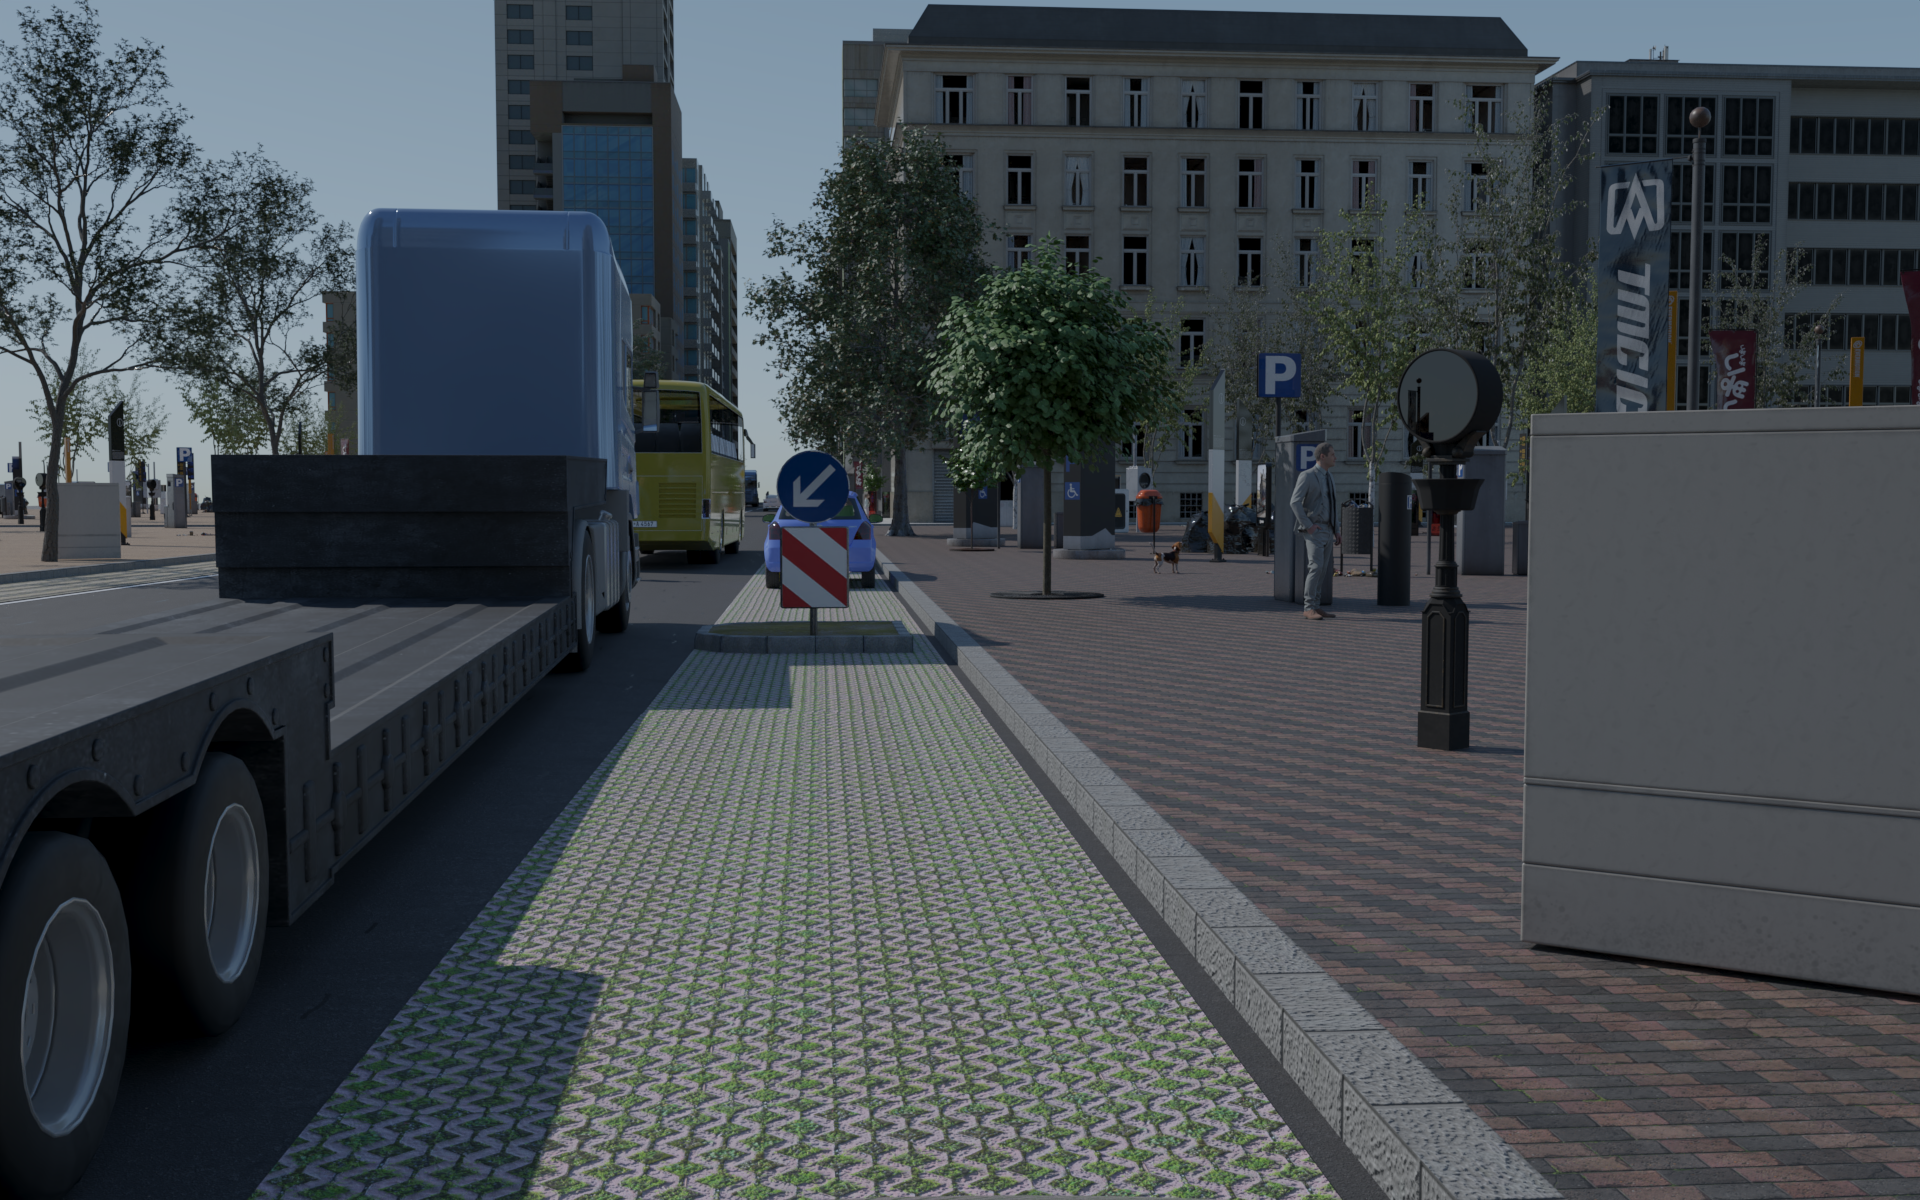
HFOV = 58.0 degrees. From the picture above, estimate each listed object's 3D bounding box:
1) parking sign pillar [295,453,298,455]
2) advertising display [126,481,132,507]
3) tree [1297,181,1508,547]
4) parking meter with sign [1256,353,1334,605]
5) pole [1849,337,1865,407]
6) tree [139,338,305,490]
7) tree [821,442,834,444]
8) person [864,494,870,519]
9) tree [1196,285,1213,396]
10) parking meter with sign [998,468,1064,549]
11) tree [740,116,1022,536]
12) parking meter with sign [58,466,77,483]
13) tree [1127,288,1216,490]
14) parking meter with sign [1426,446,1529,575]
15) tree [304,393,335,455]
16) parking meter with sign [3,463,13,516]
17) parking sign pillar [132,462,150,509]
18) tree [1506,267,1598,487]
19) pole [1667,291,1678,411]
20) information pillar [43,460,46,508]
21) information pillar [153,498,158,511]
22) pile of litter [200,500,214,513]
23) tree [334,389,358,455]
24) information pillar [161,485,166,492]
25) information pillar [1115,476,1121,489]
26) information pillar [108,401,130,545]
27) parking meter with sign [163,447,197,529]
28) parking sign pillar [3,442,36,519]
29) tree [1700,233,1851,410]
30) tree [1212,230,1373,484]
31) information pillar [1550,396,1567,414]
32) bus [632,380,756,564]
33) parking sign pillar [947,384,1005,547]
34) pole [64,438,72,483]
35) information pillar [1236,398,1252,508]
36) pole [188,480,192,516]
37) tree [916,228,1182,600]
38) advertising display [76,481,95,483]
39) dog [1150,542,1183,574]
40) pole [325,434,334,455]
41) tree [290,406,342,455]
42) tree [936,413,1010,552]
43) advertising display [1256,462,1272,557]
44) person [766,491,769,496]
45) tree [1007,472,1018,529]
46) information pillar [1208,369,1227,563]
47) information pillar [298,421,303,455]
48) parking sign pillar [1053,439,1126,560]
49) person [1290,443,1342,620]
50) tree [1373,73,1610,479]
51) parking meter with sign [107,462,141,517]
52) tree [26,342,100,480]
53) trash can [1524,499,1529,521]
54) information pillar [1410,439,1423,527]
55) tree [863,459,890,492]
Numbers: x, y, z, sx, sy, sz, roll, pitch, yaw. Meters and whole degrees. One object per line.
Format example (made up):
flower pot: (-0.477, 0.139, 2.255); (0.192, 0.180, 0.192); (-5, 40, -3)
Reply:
parking sign pillar: (-44.034, -7.663, 113.769); (1.447, 3.967, 1.447); (0, 4, 4)
advertising display: (-41.517, -4.927, 85.767); (0.123, 1.923, 0.974); (2, 4, 33)
tree: (10.215, -5.594, 41.817); (4.737, 8.622, 4.395); (0, 3, 0)
parking meter with sign: (4.044, -1.494, 20.692); (0.543, 3.016, 1.738); (0, 4, -7)
pole: (11.690, -1.762, 22.649); (0.158, 3.312, 0.155); (0, 3, 0)
tree: (-32.957, -7.773, 77.450); (4.737, 8.622, 4.395); (0, 3, 0)
tree: (-16.334, -18.914, 234.990); (9.928, 11.665, 9.643); (0, 3, 0)
person: (-4.367, -4.377, 81.884); (0.394, 1.301, 0.425); (-2, 4, -26)
tree: (9.508, -6.498, 56.608); (4.360, 8.622, 3.978); (0, 3, 0)
parking meter with sign: (1.728, -2.715, 40.649); (1.738, 3.016, 0.543); (-1, 4, -9)
tree: (-1.885, -8.330, 53.208); (9.611, 12.733, 9.660); (0, 3, 0)
parking meter with sign: (-52.747, -6.539, 103.168); (1.738, 3.016, 0.543); (-3, 4, -36)
tree: (7.178, -6.895, 63.097); (4.737, 8.622, 4.395); (0, 3, 0)
parking meter with sign: (8.277, -1.906, 27.421); (1.738, 3.016, 0.543); (0, 4, 3)
tree: (-46.852, -10.524, 122.425); (4.737, 8.622, 4.395); (0, 3, 0)
parking meter with sign: (-52.580, -6.089, 95.815); (0.543, 3.016, 1.738); (-1, 4, -14)
parking sign pillar: (-68.656, -9.571, 144.951); (1.447, 3.967, 1.447); (2, 4, 30)
tree: (19.969, -6.422, 55.355); (4.737, 8.622, 4.395); (0, 3, 0)
pole: (7.146, -1.450, 17.543); (0.158, 3.312, 0.155); (0, 3, 0)
information pillar: (-63.448, -7.871, 120.045); (0.183, 3.616, 0.504); (-2, 4, -32)
information pillar: (-61.303, -7.792, 131.894); (0.304, 2.012, 0.304); (1, 4, 16)
pile of litter: (-51.678, -6.454, 119.490); (1.719, 0.858, 1.176); (2, 4, 31)
tree: (-33.101, -9.160, 100.127); (4.737, 8.622, 4.395); (0, 3, 0)
information pillar: (-62.019, -7.976, 134.903); (0.304, 2.012, 0.304); (1, 4, 14)
information pillar: (6.170, -3.921, 68.607); (0.304, 2.012, 0.304); (-1, 4, -18)
information pillar: (-21.014, -3.172, 43.212); (0.183, 3.616, 0.504); (1, 4, 13)
parking meter with sign: (-29.383, -4.200, 64.930); (1.738, 3.016, 0.543); (3, 5, 44)
parking sign pillar: (-48.107, -6.116, 88.469); (1.447, 3.967, 1.447); (-2, 4, -28)
tree: (23.076, -6.082, 49.808); (4.360, 8.622, 3.978); (0, 3, 0)
tree: (9.510, -5.944, 47.545); (4.360, 8.622, 3.978); (0, 3, 0)
information pillar: (14.327, -3.069, 41.533); (0.183, 3.616, 0.504); (-2, 4, -24)
bus: (-6.299, -2.857, 38.266); (2.896, 3.916, 12.252); (0, 4, -4)
parking sign pillar: (0.400, -3.313, 42.633); (1.447, 3.967, 1.447); (3, 4, 39)
pole: (-32.238, -4.208, 62.636); (0.158, 3.312, 0.155); (0, 3, 0)
information pillar: (6.971, -3.134, 42.602); (0.504, 3.616, 0.183); (-3, 4, -39)
pole: (-44.966, -6.561, 101.122); (0.158, 3.312, 0.155); (0, 3, 0)
tree: (1.008, -2.318, 21.607); (4.285, 4.588, 4.351); (0, 3, 0)
advertising display: (-44.134, -5.033, 87.495); (0.123, 1.923, 0.974); (2, 4, 31)
dog: (3.343, -0.685, 28.028); (0.406, 0.507, 0.540); (2, 4, 25)
pole: (-21.249, -3.959, 58.578); (0.158, 3.312, 0.155); (0, 3, 0)
tree: (-52.897, -11.771, 142.823); (4.360, 8.622, 3.978); (0, 3, 0)
tree: (0.280, -2.710, 38.915); (1.663, 3.219, 1.824); (0, 3, 0)
advertising display: (6.272, -1.868, 35.759); (0.123, 1.923, 0.974); (0, 4, -2)
person: (-20.610, -10.793, 185.631); (0.621, 1.740, 0.551); (-3, 5, -43)
tree: (1.923, -6.916, 63.433); (4.737, 8.622, 4.395); (0, 3, 0)
information pillar: (4.806, -2.510, 32.397); (0.183, 3.616, 0.504); (2, 4, 35)
information pillar: (-21.205, -3.938, 55.735); (0.183, 3.616, 0.504); (-1, 4, -16)
parking sign pillar: (2.578, -2.809, 34.403); (1.447, 3.967, 1.447); (3, 4, 36)
person: (3.704, -0.720, 17.916); (0.391, 1.810, 0.635); (3, 4, 36)
tree: (9.690, -4.943, 31.185); (4.360, 8.622, 3.978); (0, 3, 0)
parking meter with sign: (-45.794, -6.038, 94.979); (0.543, 3.016, 1.738); (1, 4, 21)
tree: (-41.824, -8.017, 81.446); (4.737, 8.622, 4.395); (0, 3, 0)
trash can: (15.572, -2.139, 46.620); (0.748, 1.137, 0.748); (0, 3, 0)
information pillar: (17.907, -4.680, 67.875); (0.504, 3.616, 0.183); (0, 4, 4)
tree: (-4.892, -6.114, 94.572); (1.663, 3.219, 1.824); (0, 3, 0)
